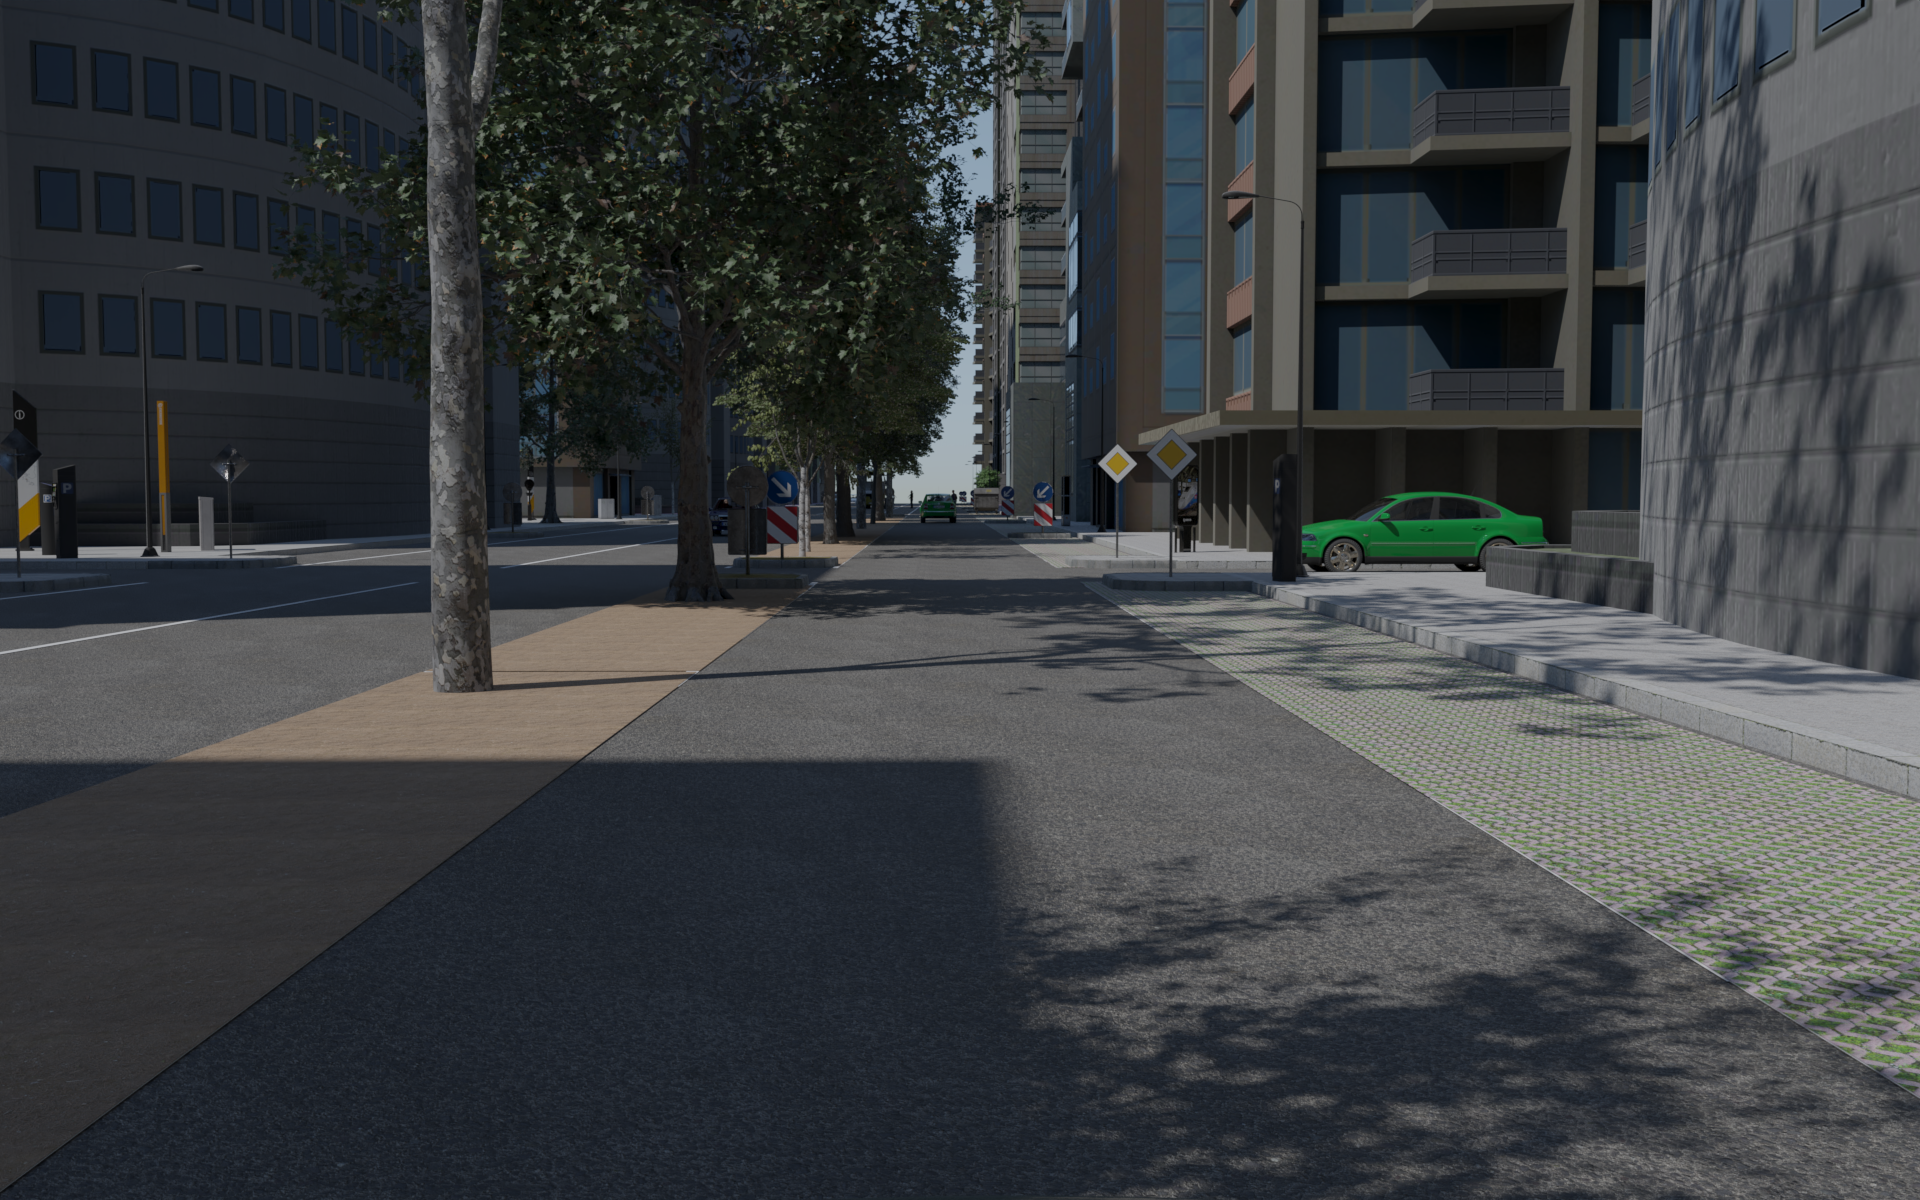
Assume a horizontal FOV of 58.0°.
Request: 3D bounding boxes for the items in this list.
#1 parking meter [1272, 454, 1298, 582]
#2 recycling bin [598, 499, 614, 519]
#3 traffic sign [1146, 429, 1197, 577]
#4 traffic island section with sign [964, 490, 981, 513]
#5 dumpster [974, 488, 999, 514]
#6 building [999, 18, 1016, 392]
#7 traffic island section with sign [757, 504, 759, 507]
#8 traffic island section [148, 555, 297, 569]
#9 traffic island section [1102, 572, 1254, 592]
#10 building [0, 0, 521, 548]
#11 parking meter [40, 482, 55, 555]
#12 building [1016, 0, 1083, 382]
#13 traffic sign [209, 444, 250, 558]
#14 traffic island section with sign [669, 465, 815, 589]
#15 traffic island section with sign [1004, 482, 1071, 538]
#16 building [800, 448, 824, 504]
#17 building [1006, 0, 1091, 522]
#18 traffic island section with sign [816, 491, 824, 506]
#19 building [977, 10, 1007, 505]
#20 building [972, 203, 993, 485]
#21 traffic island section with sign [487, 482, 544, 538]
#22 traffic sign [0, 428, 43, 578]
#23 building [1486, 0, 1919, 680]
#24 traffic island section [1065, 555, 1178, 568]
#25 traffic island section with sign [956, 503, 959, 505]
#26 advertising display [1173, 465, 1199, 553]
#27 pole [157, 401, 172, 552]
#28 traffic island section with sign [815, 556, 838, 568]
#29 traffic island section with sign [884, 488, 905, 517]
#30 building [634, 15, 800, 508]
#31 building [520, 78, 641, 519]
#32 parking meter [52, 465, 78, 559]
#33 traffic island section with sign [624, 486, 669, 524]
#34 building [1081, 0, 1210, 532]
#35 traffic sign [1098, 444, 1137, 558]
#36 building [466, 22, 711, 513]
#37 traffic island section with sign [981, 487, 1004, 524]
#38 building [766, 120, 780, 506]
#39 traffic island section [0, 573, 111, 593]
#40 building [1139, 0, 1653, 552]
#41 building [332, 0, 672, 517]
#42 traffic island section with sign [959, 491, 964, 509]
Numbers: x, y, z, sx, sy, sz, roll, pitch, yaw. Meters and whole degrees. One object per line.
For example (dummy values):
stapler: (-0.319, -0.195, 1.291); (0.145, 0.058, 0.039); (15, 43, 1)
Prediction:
parking meter: (4.769, -1.207, 25.442); (0.255, 1.863, 0.399); (-1, 4, -11)
recycling bin: (-18.213, -4.687, 89.180); (0.722, 1.027, 0.722); (-1, 4, -20)
traffic sign: (3.257, -1.412, 26.730); (0.795, 2.450, 0.064); (0, 4, -1)
traffic island section with sign: (1.518, -7.707, 134.631); (1.989, 1.847, 2.006); (0, 4, -1)
dumpster: (1.879, -7.058, 123.621); (1.865, 1.857, 1.264); (0, 4, -1)
building: (18.501, -35.624, 171.690); (28.713, 52.752, 27.495); (0, 4, -1)
traffic island section with sign: (-15.899, -7.688, 134.329); (1.989, 1.847, 2.006); (0, 4, -1)
traffic island section: (-14.566, -0.751, 34.560); (2.009, 0.180, 2.903); (0, 4, -1)
traffic island section: (3.281, -0.277, 26.807); (2.009, 0.180, 2.903); (0, 4, -1)
building: (-27.645, -31.224, 52.504); (21.231, 58.520, 28.212); (0, 4, -1)
parking meter: (-19.093, -1.710, 36.370); (0.372, 1.533, 0.369); (0, 3, 0)
building: (10.836, -26.740, 120.785); (14.154, 41.232, 14.086); (0, 4, -1)
traffic sign: (-14.542, -1.887, 34.499); (0.795, 2.450, 0.064); (0, 4, -1)
traffic island section with sign: (-3.381, -1.151, 26.957); (2.006, 1.907, 1.989); (0, 4, -1)
traffic island section with sign: (2.561, -2.939, 56.677); (1.989, 1.847, 2.006); (0, 4, -1)
building: (-26.913, -35.018, 256.135); (14.154, 41.232, 14.086); (0, 4, -1)
building: (14.295, -47.708, 92.690); (22.319, 86.520, 31.000); (0, 4, -1)
traffic island section with sign: (-16.991, -12.714, 216.493); (1.989, 1.847, 2.006); (0, 4, -1)
building: (12.653, -48.368, 229.062); (20.563, 71.187, 20.611); (0, 4, -1)
building: (13.013, -36.694, 254.568); (22.147, 44.769, 28.867); (0, 4, -1)
traffic island section with sign: (-14.873, -2.976, 57.284); (1.989, 1.847, 2.006); (0, 4, -1)
traffic sign: (-14.436, -1.399, 26.515); (0.795, 2.450, 0.064); (0, 4, -1)
building: (17.079, -28.711, 11.422); (21.231, 58.520, 28.212); (0, 4, -1)
traffic island section: (3.174, -0.765, 34.792); (2.009, 0.180, 2.903); (0, 4, -1)
traffic island section with sign: (0.411, -12.746, 217.017); (1.989, 1.847, 2.006); (0, 4, -1)
advertising display: (4.966, -2.014, 38.137); (0.123, 1.923, 0.974); (3, 4, 36)
pole: (-17.491, -2.705, 38.067); (0.158, 3.312, 0.155); (0, 3, 0)
traffic island section with sign: (-3.471, -1.604, 34.364); (2.006, 1.907, 1.989); (0, 4, -1)
traffic island section with sign: (-4.483, -6.199, 109.496); (2.006, 1.907, 1.989); (0, 4, -1)
building: (-30.831, -40.621, 206.157); (21.231, 58.520, 28.212); (0, 4, -1)
building: (-26.004, -27.270, 95.978); (14.600, 45.320, 14.200); (0, 4, -1)
parking meter: (-17.837, -1.761, 34.506); (0.255, 1.863, 0.399); (3, 5, 44)
traffic island section with sign: (-15.240, -4.635, 84.416); (1.989, 1.847, 2.006); (0, 4, -1)
building: (12.009, -25.276, 63.371); (14.600, 45.320, 14.200); (0, 4, -1)
traffic sign: (3.151, -1.900, 34.714); (0.795, 2.450, 0.064); (0, 4, -1)
building: (-28.866, -37.229, 150.686); (21.231, 58.520, 28.212); (0, 4, -1)
traffic island section with sign: (2.181, -4.621, 84.174); (1.989, 1.847, 2.006); (0, 4, -1)
building: (-25.680, -29.894, 172.367); (14.154, 41.232, 14.086); (0, 4, -1)
traffic island section: (-14.459, -0.263, 26.576); (2.009, 0.180, 2.903); (0, 4, -1)
building: (19.630, -23.893, 45.283); (28.867, 44.769, 22.147); (0, 4, -1)
building: (-28.627, -35.506, 122.527); (21.231, 58.520, 28.212); (0, 4, -1)
traffic island section with sign: (1.156, -9.355, 161.584); (1.989, 1.847, 2.006); (0, 4, -1)
